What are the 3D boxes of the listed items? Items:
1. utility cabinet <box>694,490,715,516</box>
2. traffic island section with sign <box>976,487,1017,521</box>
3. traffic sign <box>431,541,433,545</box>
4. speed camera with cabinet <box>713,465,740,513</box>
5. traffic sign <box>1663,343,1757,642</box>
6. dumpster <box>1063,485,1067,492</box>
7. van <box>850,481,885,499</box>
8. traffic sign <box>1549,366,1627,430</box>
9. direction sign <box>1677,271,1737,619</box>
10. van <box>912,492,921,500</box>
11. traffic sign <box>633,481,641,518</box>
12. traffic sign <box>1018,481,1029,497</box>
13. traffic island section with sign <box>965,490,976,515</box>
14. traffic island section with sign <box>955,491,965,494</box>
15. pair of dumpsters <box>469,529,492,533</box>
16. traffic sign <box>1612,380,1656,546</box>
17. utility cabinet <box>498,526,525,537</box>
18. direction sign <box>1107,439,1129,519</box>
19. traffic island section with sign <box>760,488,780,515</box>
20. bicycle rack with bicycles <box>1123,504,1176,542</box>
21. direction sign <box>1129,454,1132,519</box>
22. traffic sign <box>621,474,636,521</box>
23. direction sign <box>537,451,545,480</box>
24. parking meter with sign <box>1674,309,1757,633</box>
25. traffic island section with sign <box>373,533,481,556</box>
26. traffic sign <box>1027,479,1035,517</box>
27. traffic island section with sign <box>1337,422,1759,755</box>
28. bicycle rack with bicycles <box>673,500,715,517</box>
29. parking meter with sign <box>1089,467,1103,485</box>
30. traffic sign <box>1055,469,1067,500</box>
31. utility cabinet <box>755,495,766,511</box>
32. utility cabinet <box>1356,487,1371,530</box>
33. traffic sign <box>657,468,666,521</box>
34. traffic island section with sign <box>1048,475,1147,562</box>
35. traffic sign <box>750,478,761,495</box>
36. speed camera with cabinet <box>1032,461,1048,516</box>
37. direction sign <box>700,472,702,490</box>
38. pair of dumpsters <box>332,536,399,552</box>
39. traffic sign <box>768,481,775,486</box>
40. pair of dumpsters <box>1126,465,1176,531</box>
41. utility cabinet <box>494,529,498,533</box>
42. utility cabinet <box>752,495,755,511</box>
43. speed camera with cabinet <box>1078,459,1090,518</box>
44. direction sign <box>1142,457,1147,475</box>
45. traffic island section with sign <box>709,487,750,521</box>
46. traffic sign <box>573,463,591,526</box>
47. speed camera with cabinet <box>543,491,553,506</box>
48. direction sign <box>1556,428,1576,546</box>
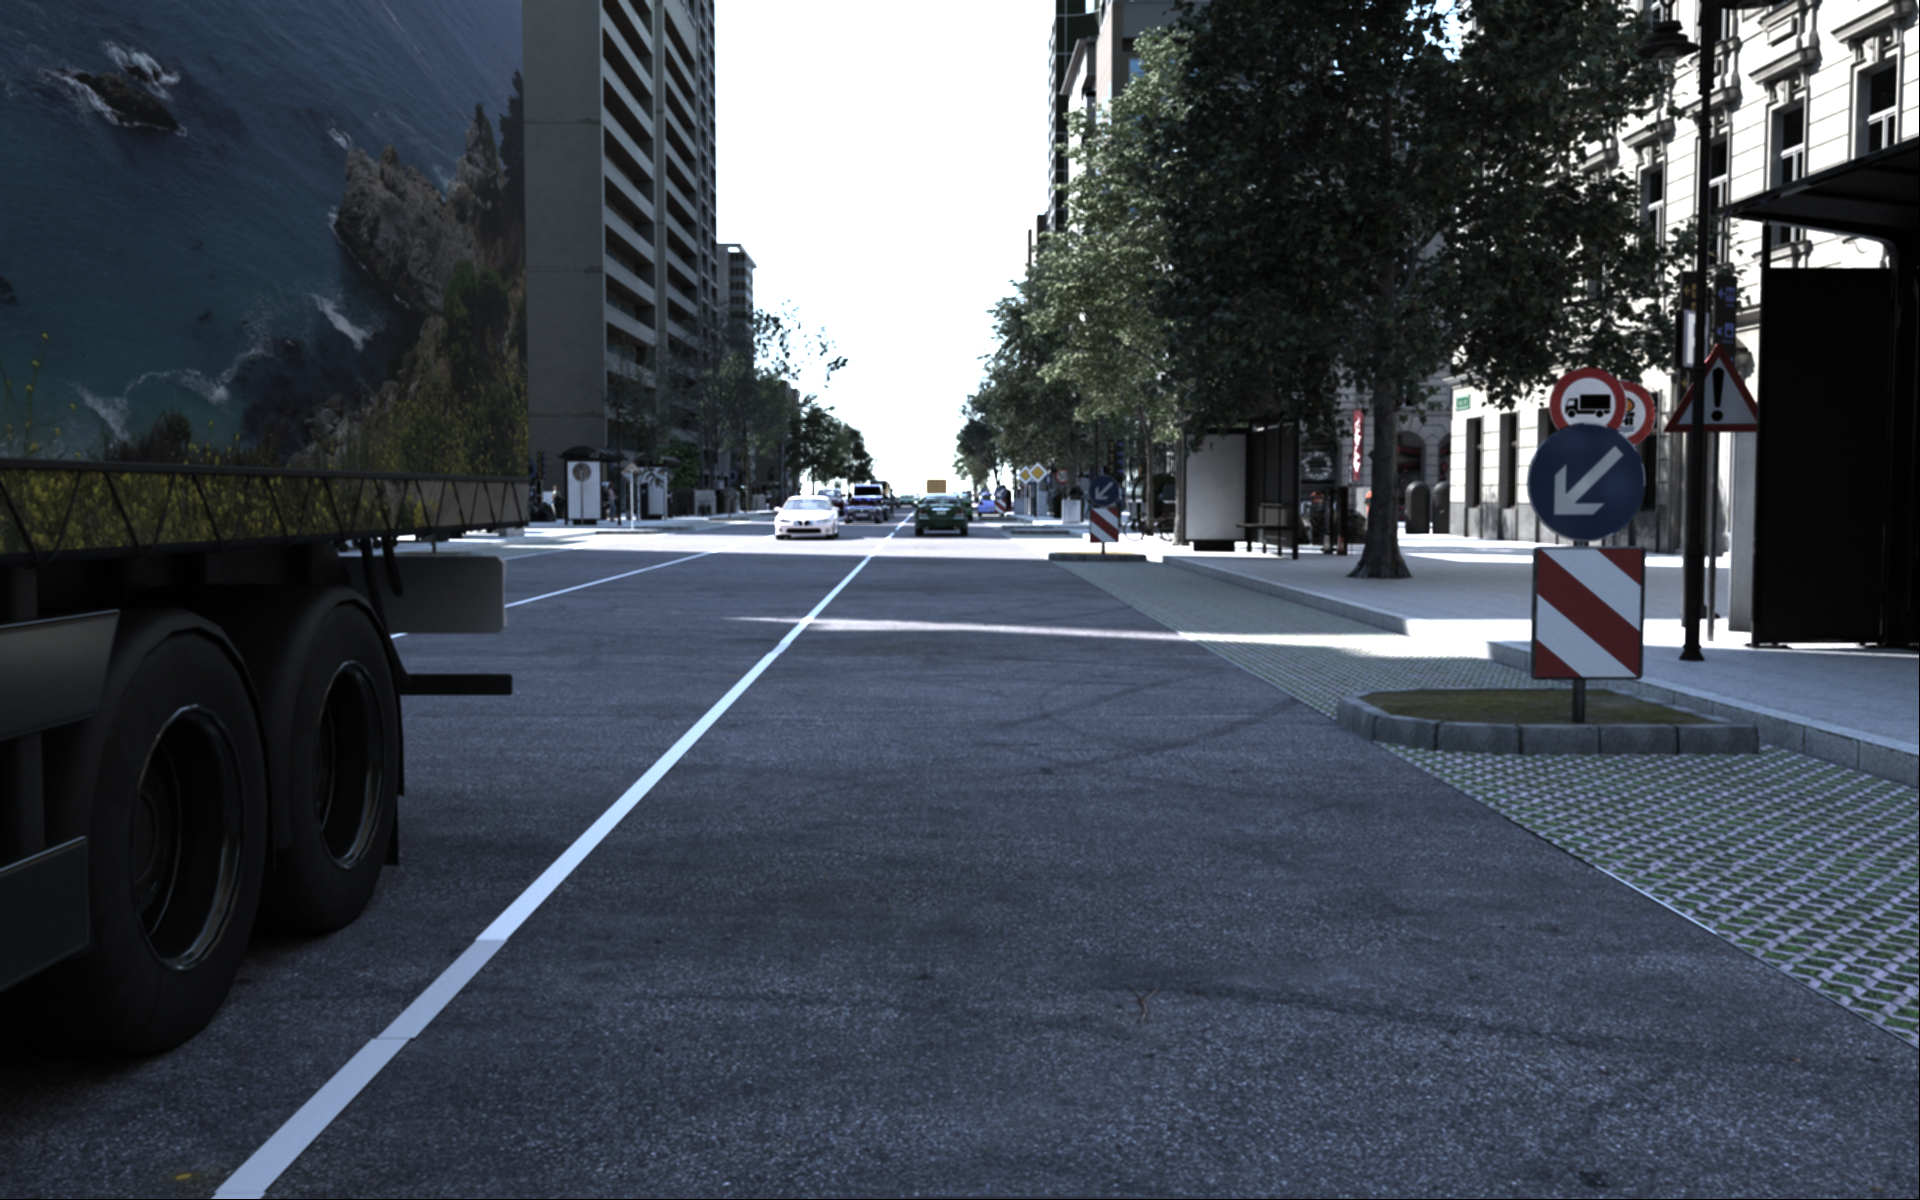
[{"bbox_3d":[-15.018,-5.706,101.965,1.173,1.500,0.318,-2,4,-30],"label":"utility cabinet"},{"bbox_3d":[2.018,-5.145,92.756,1.989,1.847,2.006,0,4,-1],"label":"traffic island section with sign"},{"bbox_3d":[-13.277,-2.654,43.499,0.768,2.556,0.104,0,4,5],"label":"traffic sign"},{"bbox_3d":[-15.678,-7.433,115.864,2.038,3.252,0.660,2,4,35],"label":"speed camera with cabinet"},{"bbox_3d":[6.516,-0.915,14.967,0.884,2.594,0.081,0,4,7],"label":"traffic sign"},{"bbox_3d":[6.390,-5.739,99.596,1.264,1.857,1.865,0,4,-1],"label":"dumpster"},{"bbox_3d":[-5.904,-6.554,111.545,2.240,2.365,5.245,0,4,-1],"label":"van"},{"bbox_3d":[6.270,-1.057,17.385,0.768,2.556,0.104,0,4,2],"label":"traffic sign"},{"bbox_3d":[7.686,-1.583,17.880,0.876,3.537,0.379,-2,4,-30],"label":"direction sign"},{"bbox_3d":[-7.392,-17.288,289.665,2.013,2.044,4.112,0,4,0],"label":"van"},{"bbox_3d":[-16.962,-5.620,91.888,0.884,2.594,0.081,0,4,5],"label":"traffic sign"},{"bbox_3d":[4.809,-8.019,131.116,0.884,2.594,0.081,0,4,4],"label":"traffic sign"},{"bbox_3d":[1.566,-6.827,120.252,1.989,1.847,2.006,0,4,-1],"label":"traffic island section with sign"},{"bbox_3d":[0.741,-9.893,170.372,1.989,1.847,2.006,0,4,-1],"label":"traffic island section with sign"},{"bbox_3d":[-15.989,-3.437,58.683,1.574,2.255,4.437,0,4,-1],"label":"pair of dumpsters"},{"bbox_3d":[7.360,-1.180,19.393,0.768,2.556,0.104,1,4,8],"label":"traffic sign"},{"bbox_3d":[-13.577,-2.522,52.394,0.306,1.237,1.020,1,4,18],"label":"utility cabinet"},{"bbox_3d":[6.436,-4.881,71.796,0.876,3.537,0.379,-3,5,-39],"label":"direction sign"},{"bbox_3d":[-12.756,-6.800,119.812,1.989,1.847,2.006,0,4,-1],"label":"traffic island section with sign"},{"bbox_3d":[6.220,-2.081,47.412,2.925,0.926,2.852,2,4,25],"label":"bicycle rack with bicycles"},{"bbox_3d":[8.781,-5.934,89.012,0.379,3.537,0.876,0,3,0],"label":"direction sign"},{"bbox_3d":[-15.930,-5.097,83.435,0.768,2.556,0.104,0,4,1],"label":"traffic sign"},{"bbox_3d":[-22.295,-6.135,92.312,0.379,3.537,0.876,1,4,12],"label":"direction sign"},{"bbox_3d":[7.527,-1.205,15.956,0.543,3.016,1.738,-3,5,-43],"label":"parking meter with sign"},{"bbox_3d":[-11.384,-1.743,37.122,1.989,1.847,2.006,0,4,-1],"label":"traffic island section with sign"},{"bbox_3d":[4.050,-6.040,98.856,0.768,2.556,0.104,0,4,3],"label":"traffic sign"},{"bbox_3d":[3.364,-0.109,10.406,1.989,1.847,2.006,0,4,-1],"label":"traffic island section with sign"},{"bbox_3d":[-15.230,-5.262,99.414,2.852,0.926,2.925,0,4,8],"label":"bicycle rack with bicycles"},{"bbox_3d":[8.325,-6.960,110.057,1.738,3.016,0.543,0,4,-7],"label":"parking meter with sign"},{"bbox_3d":[5.115,-5.277,86.389,0.768,2.556,0.104,0,4,2],"label":"traffic sign"},{"bbox_3d":[-15.358,-7.530,134.270,0.306,1.237,1.020,1,4,14],"label":"utility cabinet"},{"bbox_3d":[13.175,-2.899,56.075,0.318,1.500,1.173,3,4,36],"label":"utility cabinet"},{"bbox_3d":[-14.275,-5.115,83.738,0.768,2.556,0.104,0,3,0],"label":"traffic sign"},{"bbox_3d":[2.923,-1.757,37.358,1.989,1.847,2.006,0,4,-1],"label":"traffic island section with sign"},{"bbox_3d":[-16.857,-8.731,142.760,0.884,2.594,0.081,0,4,7],"label":"traffic sign"},{"bbox_3d":[4.700,-6.598,102.218,0.660,3.252,2.038,-1,4,-9],"label":"speed camera with cabinet"},{"bbox_3d":[-17.480,-7.634,116.809,0.379,3.537,0.876,-1,4,-14],"label":"direction sign"},{"bbox_3d":[-14.124,-2.292,39.973,1.574,2.255,4.437,0,4,-1],"label":"pair of dumpsters"},{"bbox_3d":[-14.956,-8.268,137.315,0.606,2.300,0.079,0,4,4],"label":"traffic sign"},{"bbox_3d":[6.824,-3.549,60.521,1.574,2.255,4.437,0,4,-1],"label":"pair of dumpsters"},{"bbox_3d":[-14.875,-2.930,56.588,0.318,1.500,1.173,1,4,9],"label":"utility cabinet"},{"bbox_3d":[-15.911,-7.555,134.688,0.306,1.237,1.020,0,4,4],"label":"utility cabinet"},{"bbox_3d":[6.845,-6.071,93.601,0.660,3.252,2.038,-1,4,-16],"label":"speed camera with cabinet"},{"bbox_3d":[11.373,-7.021,106.794,0.379,3.537,0.876,2,4,27],"label":"direction sign"},{"bbox_3d":[-12.304,-5.137,92.620,1.989,1.847,2.006,0,4,-1],"label":"traffic island section with sign"},{"bbox_3d":[-15.275,-4.272,69.958,0.768,2.556,0.104,0,4,6],"label":"traffic sign"},{"bbox_3d":[-25.444,-6.745,104.613,2.038,3.252,0.660,-2,4,-25],"label":"speed camera with cabinet"},{"bbox_3d":[13.207,-2.758,37.094,0.876,3.537,0.379,1,4,15],"label":"direction sign"}]
